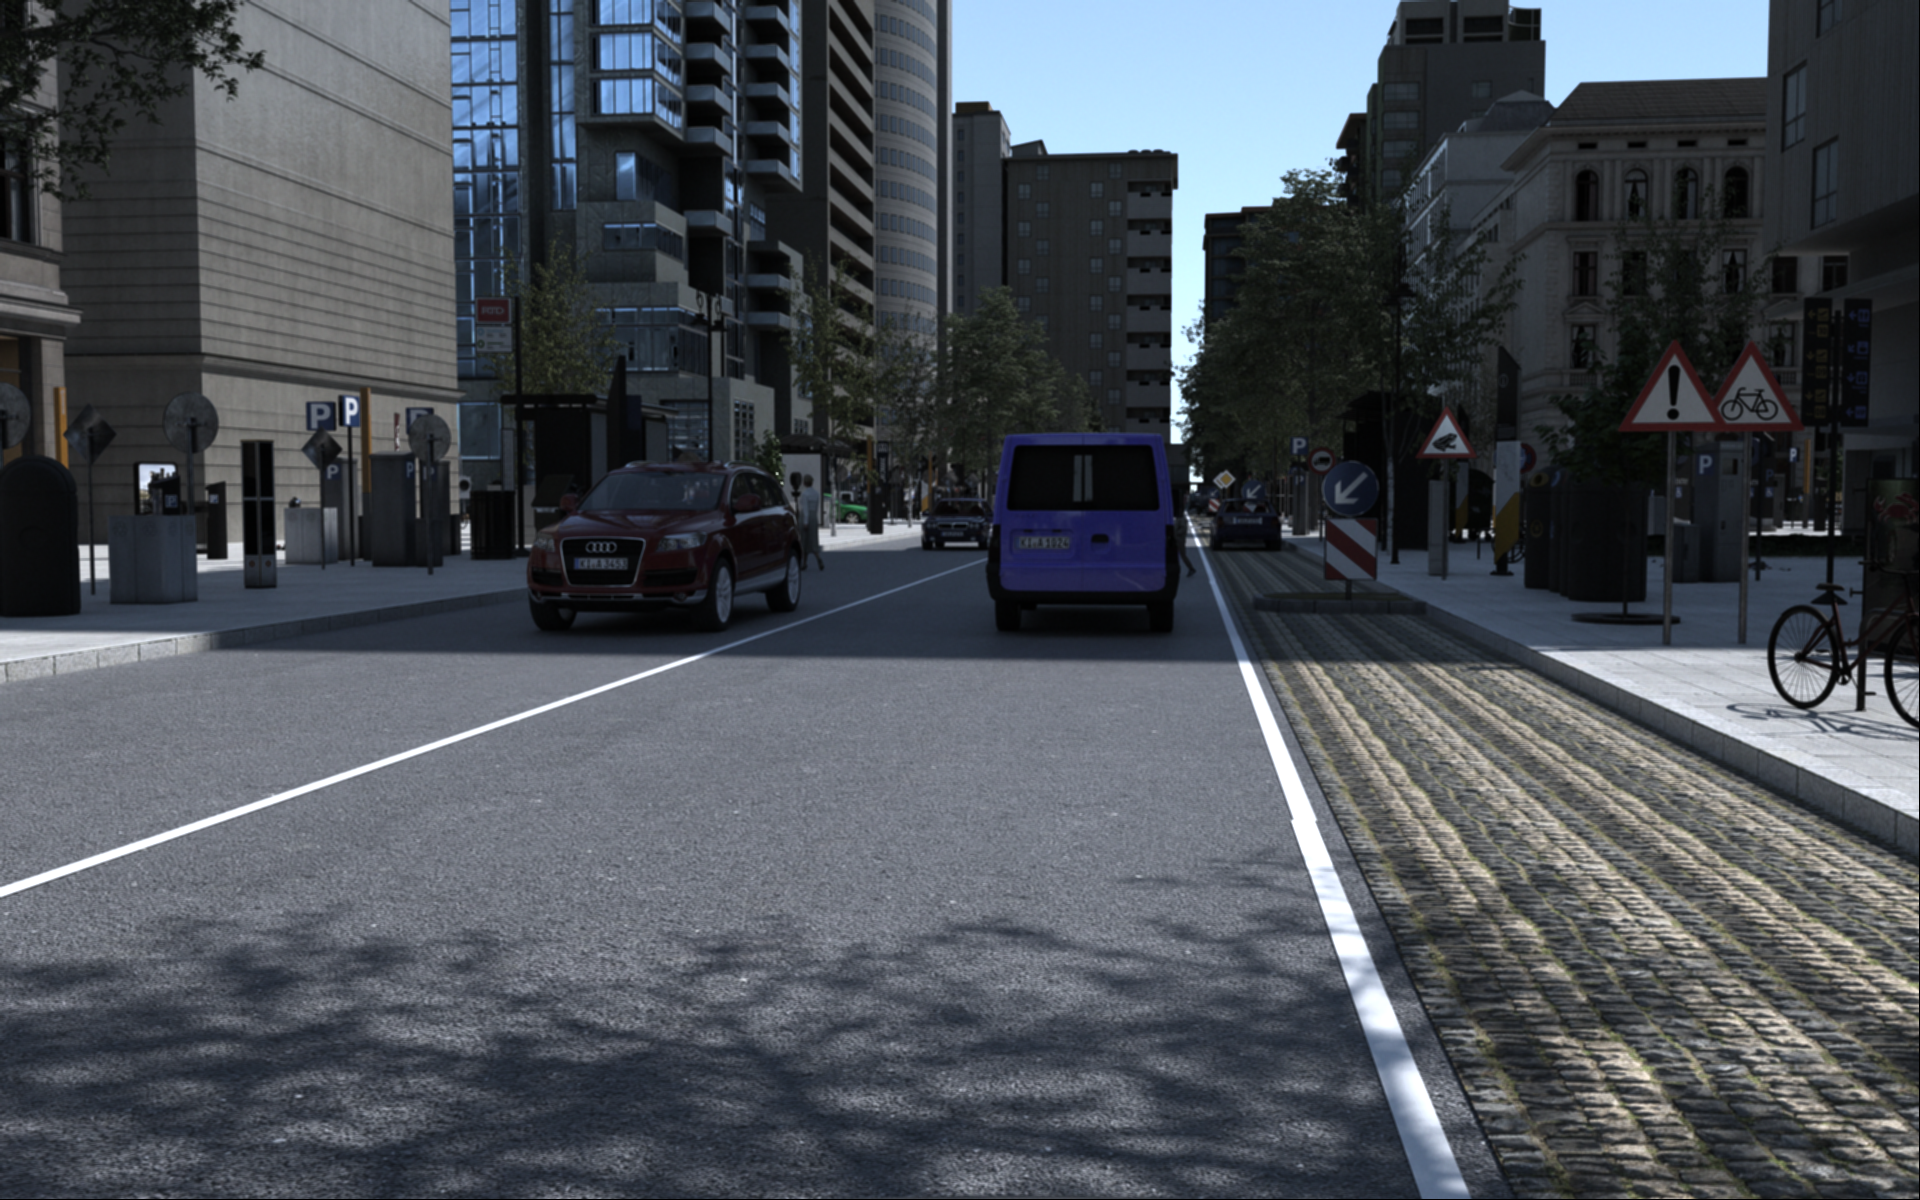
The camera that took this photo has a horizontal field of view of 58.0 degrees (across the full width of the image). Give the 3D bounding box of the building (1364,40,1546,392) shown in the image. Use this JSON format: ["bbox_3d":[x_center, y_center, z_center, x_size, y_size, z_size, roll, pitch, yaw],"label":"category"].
[{"bbox_3d":[45.489,-29.189,160.827,14.154,41.232,14.086,0,4,7],"label":"building"}]

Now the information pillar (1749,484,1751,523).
[{"bbox_3d":[25.145,-3.122,55.544,0.304,2.012,0.304,1,4,12],"label":"information pillar"}]

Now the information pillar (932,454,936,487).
[{"bbox_3d":[-1.620,-6.736,101.486,0.504,3.616,0.183,-3,4,-36],"label":"information pillar"}]

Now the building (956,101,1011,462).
[{"bbox_3d":[-6.631,-44.172,264.217,28.212,58.520,21.231,0,4,7],"label":"building"}]

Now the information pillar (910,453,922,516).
[{"bbox_3d":[-2.566,-6.512,97.832,0.504,3.616,0.183,2,4,29],"label":"information pillar"}]

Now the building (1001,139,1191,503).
[{"bbox_3d":[21.436,-41.290,264.330,27.495,52.752,28.713,0,4,7],"label":"building"}]

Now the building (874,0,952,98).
[{"bbox_3d":[-12.986,-38.467,170.926,21.231,58.520,28.212,0,4,7],"label":"building"}]

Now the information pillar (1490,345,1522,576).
[{"bbox_3d":[8.588,-2.190,27.166,0.183,3.616,0.504,-1,4,-22],"label":"information pillar"}]

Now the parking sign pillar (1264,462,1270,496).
[{"bbox_3d":[20.272,-7.717,114.643,1.447,3.967,1.447,1,4,12],"label":"parking sign pillar"}]

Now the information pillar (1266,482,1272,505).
[{"bbox_3d":[18.800,-6.155,105.129,0.304,2.012,0.304,-2,4,-34],"label":"information pillar"}]

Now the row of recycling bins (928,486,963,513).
[{"bbox_3d":[-0.635,-4.846,86.342,1.069,1.692,3.534,2,4,24],"label":"row of recycling bins"}]

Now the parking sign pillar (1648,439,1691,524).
[{"bbox_3d":[24.737,-4.453,61.281,1.447,3.967,1.447,-1,4,-18],"label":"parking sign pillar"}]

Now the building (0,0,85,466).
[{"bbox_3d":[-26.582,-10.273,18.875,10.553,20.767,40.483,0,4,7],"label":"building"}]

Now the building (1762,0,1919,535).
[{"bbox_3d":[36.595,-27.462,38.250,28.713,52.752,27.495,0,4,7],"label":"building"}]

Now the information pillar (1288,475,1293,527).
[{"bbox_3d":[12.912,-3.824,67.019,0.304,2.012,0.304,-3,5,-44],"label":"information pillar"}]

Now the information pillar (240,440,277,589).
[{"bbox_3d":[-9.534,-1.166,23.551,0.304,2.012,0.304,1,4,23],"label":"information pillar"}]

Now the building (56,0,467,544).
[{"bbox_3d":[-39.556,-16.971,53.896,44.131,29.872,17.030,0,4,7],"label":"building"}]

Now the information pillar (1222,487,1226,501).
[{"bbox_3d":[22.486,-8.775,147.964,0.304,2.012,0.304,-2,4,-30],"label":"information pillar"}]

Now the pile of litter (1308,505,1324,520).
[{"bbox_3d":[17.751,-4.453,86.764,1.719,0.858,1.176,0,4,3],"label":"pile of litter"}]

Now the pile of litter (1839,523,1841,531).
[{"bbox_3d":[30.958,-2.783,59.462,1.719,0.858,1.176,-1,4,-15],"label":"pile of litter"}]

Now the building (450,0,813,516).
[{"bbox_3d":[-21.760,-48.743,109.617,22.319,86.520,31.000,0,4,7],"label":"building"}]

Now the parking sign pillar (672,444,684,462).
[{"bbox_3d":[-14.928,-6.450,93.937,1.447,3.967,1.447,-1,4,-16],"label":"parking sign pillar"}]

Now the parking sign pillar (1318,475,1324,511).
[{"bbox_3d":[27.282,-8.783,132.078,1.447,3.967,1.447,0,4,2],"label":"parking sign pillar"}]

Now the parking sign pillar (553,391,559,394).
[{"bbox_3d":[-10.551,-3.439,44.702,1.447,3.967,1.447,-1,4,-11],"label":"parking sign pillar"}]

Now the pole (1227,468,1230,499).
[{"bbox_3d":[19.855,-8.197,127.868,0.158,3.312,0.155,0,3,0],"label":"pole"}]

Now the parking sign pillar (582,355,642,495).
[{"bbox_3d":[-6.684,-2.809,34.395,1.447,3.967,1.447,-1,4,-22],"label":"parking sign pillar"}]

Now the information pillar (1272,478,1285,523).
[{"bbox_3d":[14.327,-4.469,77.562,0.304,2.012,0.304,-3,5,-44],"label":"information pillar"}]

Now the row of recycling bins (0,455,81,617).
[{"bbox_3d":[-11.127,-0.700,18.558,3.534,1.692,1.069,1,4,9],"label":"row of recycling bins"}]

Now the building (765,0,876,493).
[{"bbox_3d":[-19.432,-31.883,144.991,21.300,48.544,21.600,0,4,7],"label":"building"}]

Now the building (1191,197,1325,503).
[{"bbox_3d":[49.099,-36.948,258.715,28.867,44.769,22.147,0,4,7],"label":"building"}]

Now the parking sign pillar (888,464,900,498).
[{"bbox_3d":[-6.055,-10.229,155.708,1.447,3.967,1.447,1,4,18],"label":"parking sign pillar"}]

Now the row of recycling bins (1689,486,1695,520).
[{"bbox_3d":[35.681,-4.775,85.176,1.069,1.692,3.534,2,4,31],"label":"row of recycling bins"}]

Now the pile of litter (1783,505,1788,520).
[{"bbox_3d":[40.847,-4.438,86.519,1.719,0.858,1.176,3,5,45],"label":"pile of litter"}]

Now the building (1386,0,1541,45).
[{"bbox_3d":[73.512,-49.879,253.775,20.611,71.187,20.563,0,4,7],"label":"building"}]

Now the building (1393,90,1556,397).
[{"bbox_3d":[41.195,-21.897,135.502,11.434,29.767,29.804,0,4,7],"label":"building"}]

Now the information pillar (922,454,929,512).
[{"bbox_3d":[-2.016,-6.681,100.588,0.504,3.616,0.183,1,4,17],"label":"information pillar"}]

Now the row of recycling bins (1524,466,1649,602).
[{"bbox_3d":[8.012,-0.921,22.177,1.069,1.692,3.534,0,4,8],"label":"row of recycling bins"}]

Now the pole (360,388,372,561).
[{"bbox_3d":[-11.387,-2.411,33.256,0.158,3.312,0.155,0,3,0],"label":"pole"}]

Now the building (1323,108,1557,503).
[{"bbox_3d":[53.998,-33.099,195.786,22.147,44.769,28.867,0,4,7],"label":"building"}]

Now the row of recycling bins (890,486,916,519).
[{"bbox_3d":[-3.016,-5.212,92.326,1.069,1.692,3.534,-1,4,-13],"label":"row of recycling bins"}]

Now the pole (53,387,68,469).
[{"bbox_3d":[-17.171,-2.403,33.131,0.158,3.312,0.155,0,3,0],"label":"pole"}]

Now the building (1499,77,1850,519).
[{"bbox_3d":[40.204,-16.178,93.387,19.941,23.489,11.050,0,4,7],"label":"building"}]

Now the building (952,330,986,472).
[{"bbox_3d":[-12.626,-22.102,206.411,28.899,21.520,27.650,0,4,7],"label":"building"}]

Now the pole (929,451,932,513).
[{"bbox_3d":[-1.395,-5.358,81.445,0.158,3.312,0.155,0,3,0],"label":"pole"}]

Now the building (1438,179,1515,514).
[{"bbox_3d":[37.643,-15.755,112.354,10.420,20.320,16.860,0,4,7],"label":"building"}]

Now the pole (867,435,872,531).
[{"bbox_3d":[-3.108,-4.012,59.440,0.158,3.312,0.155,0,3,0],"label":"pole"}]

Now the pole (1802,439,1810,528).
[{"bbox_3d":[31.608,-4.332,64.675,0.158,3.312,0.155,0,3,0],"label":"pole"}]

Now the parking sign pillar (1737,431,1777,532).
[{"bbox_3d":[27.192,-4.329,59.244,1.447,3.967,1.447,-1,4,-21],"label":"parking sign pillar"}]

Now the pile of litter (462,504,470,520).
[{"bbox_3d":[-24.164,-4.327,84.712,1.176,0.858,1.719,-1,4,-20],"label":"pile of litter"}]

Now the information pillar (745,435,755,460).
[{"bbox_3d":[-8.353,-4.742,68.892,0.504,3.616,0.183,3,5,43],"label":"information pillar"}]
